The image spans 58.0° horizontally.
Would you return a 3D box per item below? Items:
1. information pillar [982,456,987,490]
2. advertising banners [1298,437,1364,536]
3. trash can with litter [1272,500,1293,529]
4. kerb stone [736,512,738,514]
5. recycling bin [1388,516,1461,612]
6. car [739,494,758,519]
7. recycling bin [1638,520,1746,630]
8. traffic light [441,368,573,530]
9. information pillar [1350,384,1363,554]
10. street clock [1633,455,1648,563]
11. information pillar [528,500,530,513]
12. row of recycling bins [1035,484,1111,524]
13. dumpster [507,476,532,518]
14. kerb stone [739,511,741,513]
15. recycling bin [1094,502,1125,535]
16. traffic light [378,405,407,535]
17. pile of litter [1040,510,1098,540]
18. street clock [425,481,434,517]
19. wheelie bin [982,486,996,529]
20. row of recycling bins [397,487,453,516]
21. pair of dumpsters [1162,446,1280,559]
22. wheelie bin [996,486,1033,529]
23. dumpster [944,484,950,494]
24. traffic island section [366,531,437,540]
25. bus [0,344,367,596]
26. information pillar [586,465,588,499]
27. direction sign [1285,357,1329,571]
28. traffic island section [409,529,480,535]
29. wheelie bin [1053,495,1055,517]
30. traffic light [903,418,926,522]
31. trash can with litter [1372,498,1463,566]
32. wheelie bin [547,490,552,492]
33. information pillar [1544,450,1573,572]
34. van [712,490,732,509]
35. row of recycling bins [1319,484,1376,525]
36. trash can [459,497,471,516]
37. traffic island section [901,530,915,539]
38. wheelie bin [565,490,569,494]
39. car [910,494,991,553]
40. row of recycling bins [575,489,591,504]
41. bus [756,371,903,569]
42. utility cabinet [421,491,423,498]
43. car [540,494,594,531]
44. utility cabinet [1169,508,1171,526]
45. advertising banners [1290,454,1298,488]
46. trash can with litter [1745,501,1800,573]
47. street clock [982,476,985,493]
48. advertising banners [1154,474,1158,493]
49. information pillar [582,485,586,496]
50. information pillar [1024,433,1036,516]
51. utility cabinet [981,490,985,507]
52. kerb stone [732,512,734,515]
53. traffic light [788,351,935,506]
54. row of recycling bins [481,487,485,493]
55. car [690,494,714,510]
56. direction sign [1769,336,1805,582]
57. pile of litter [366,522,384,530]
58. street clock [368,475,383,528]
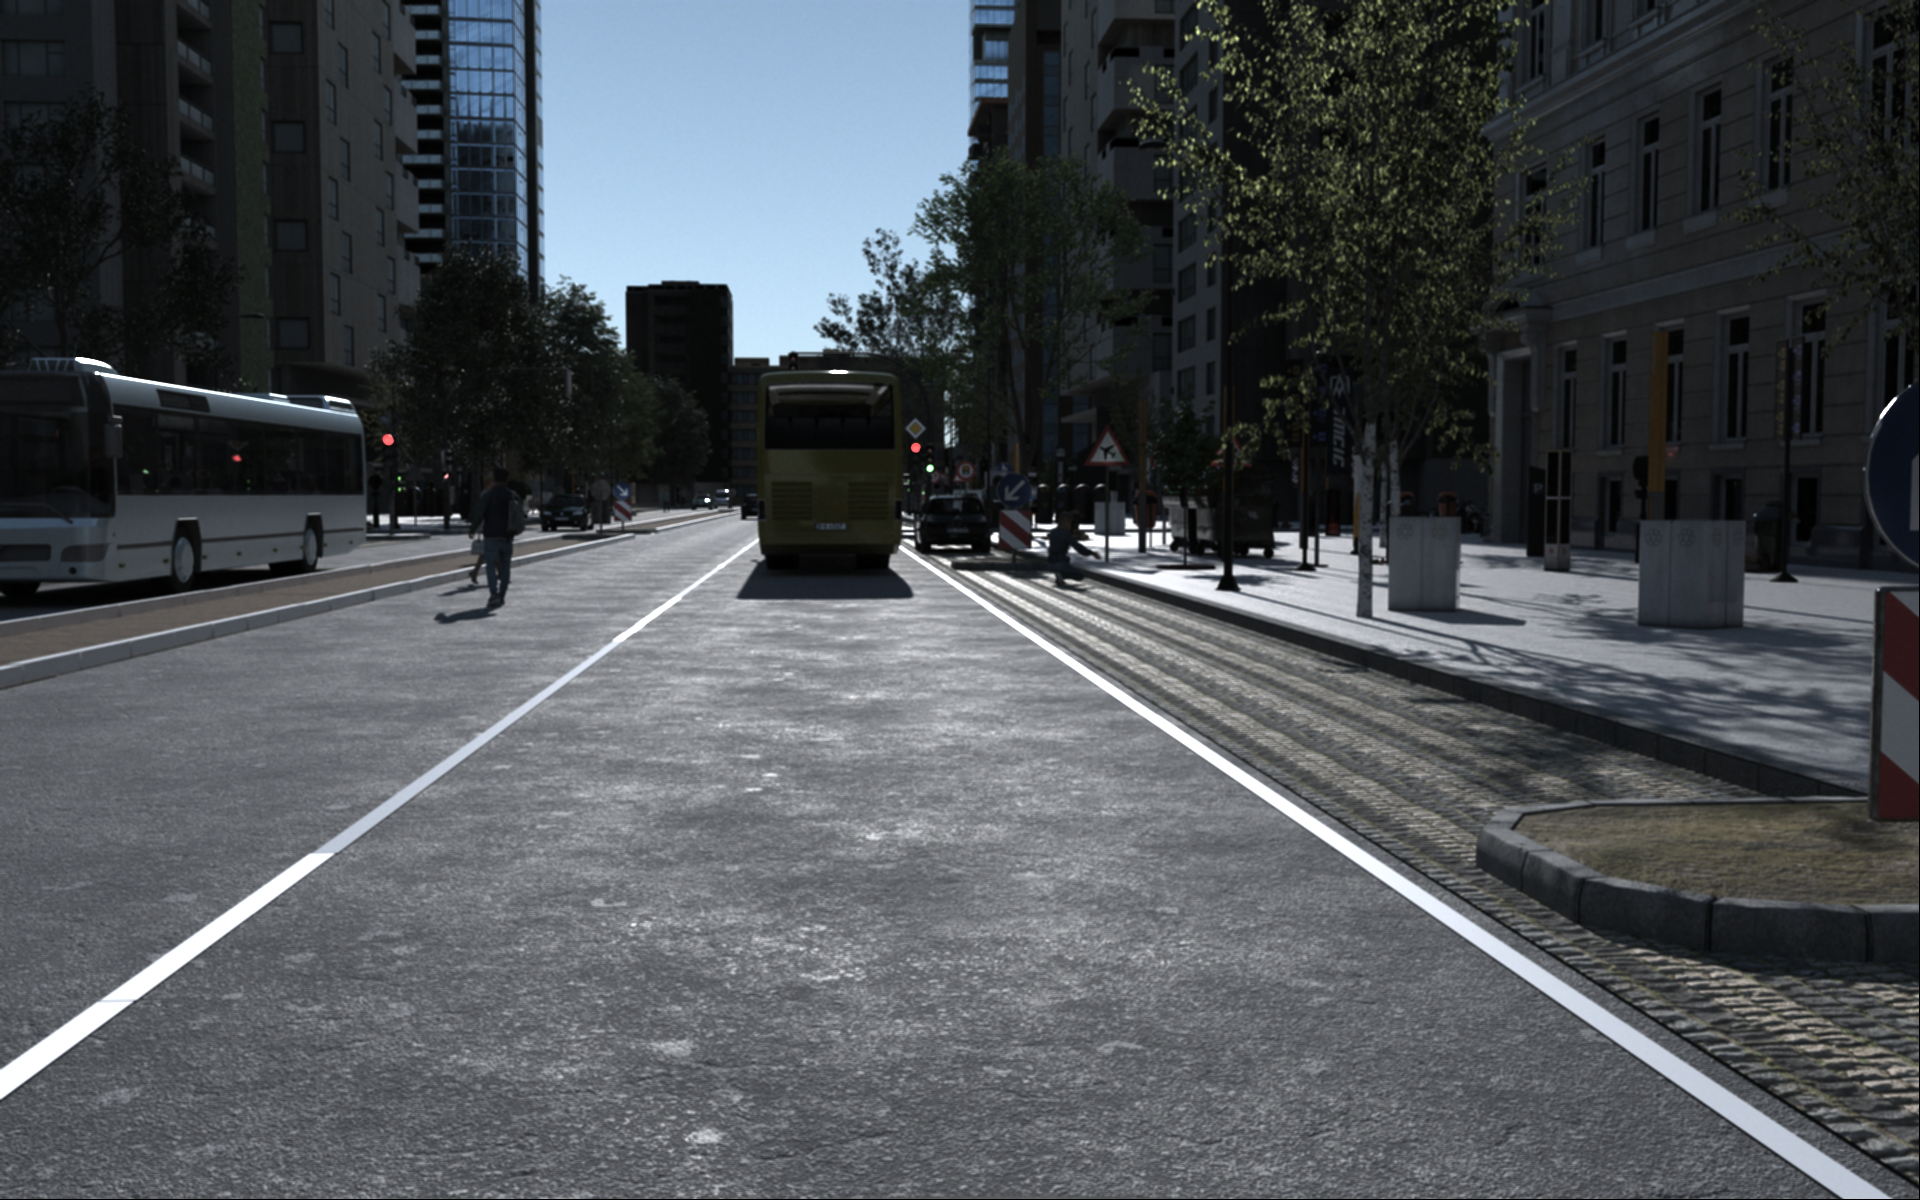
[{"bbox_3d":[1.524,-6.950,104.995,0.504,3.616,0.183,3,5,44],"label":"information pillar"},{"bbox_3d":[11.378,-3.469,52.901,2.074,3.025,0.090,-1,4,-15],"label":"advertising banners"},{"bbox_3d":[11.814,-3.246,64.465,1.055,1.170,0.624,-1,4,-16],"label":"trash can with litter"},{"bbox_3d":[-15.706,-6.007,120.414,0.120,0.150,1.000,0,4,-5],"label":"kerb stone"},{"bbox_3d":[5.160,-0.408,19.229,0.722,1.027,0.722,1,4,20],"label":"recycling bin"},{"bbox_3d":[-11.662,-5.475,99.295,2.009,1.686,4.222,0,4,-6],"label":"car"},{"bbox_3d":[7.096,-0.260,16.804,0.722,1.027,0.722,-3,4,-36],"label":"recycling bin"},{"bbox_3d":[-16.434,-5.380,62.639,4.771,5.953,1.251,0,4,-5],"label":"traffic light"},{"bbox_3d":[8.452,-2.779,36.792,0.183,3.616,0.504,0,4,3],"label":"information pillar"},{"bbox_3d":[12.664,-1.683,32.093,0.471,2.002,0.358,-3,5,-44],"label":"street clock"},{"bbox_3d":[-29.605,-6.961,118.307,0.304,2.012,0.304,-3,5,-42],"label":"information pillar"},{"bbox_3d":[4.883,-4.162,75.163,3.534,1.692,1.069,2,4,25],"label":"row of recycling bins"},{"bbox_3d":[-23.257,-5.382,90.491,1.502,2.255,1.985,0,4,-4],"label":"dumpster"},{"bbox_3d":[-16.040,-6.258,124.508,0.120,0.150,1.000,0,4,-5],"label":"kerb stone"},{"bbox_3d":[4.738,-2.581,54.752,0.722,1.027,0.722,-3,5,-41],"label":"recycling bin"},{"bbox_3d":[-17.876,-4.010,54.478,0.839,4.253,0.868,0,4,-5],"label":"traffic light"},{"bbox_3d":[3.080,-2.102,48.338,1.719,0.858,1.176,3,5,42],"label":"pile of litter"},{"bbox_3d":[-29.692,-5.670,97.269,0.358,2.002,0.471,-1,4,-23],"label":"street clock"},{"bbox_3d":[1.246,-3.464,64.550,0.980,1.594,0.693,-2,4,-29],"label":"wheelie bin"},{"bbox_3d":[-31.249,-5.713,100.528,3.534,1.692,1.069,-3,5,-40],"label":"row of recycling bins"},{"bbox_3d":[5.450,-2.073,36.393,1.574,2.255,4.437,0,4,-5],"label":"pair of dumpsters"},{"bbox_3d":[1.715,-2.770,53.195,0.980,1.594,0.693,-1,4,-9],"label":"wheelie bin"},{"bbox_3d":[-1.251,-6.351,106.336,1.502,2.255,1.985,0,4,-5],"label":"dumpster"},{"bbox_3d":[-17.917,-1.977,54.610,2.009,0.180,2.903,0,4,-5],"label":"traffic island section"},{"bbox_3d":[-12.387,-1.974,27.130,2.948,3.499,13.247,0,4,-4],"label":"bus"},{"bbox_3d":[-24.215,-7.401,112.365,0.183,3.616,0.504,-1,4,-9],"label":"information pillar"},{"bbox_3d":[5.777,-2.259,28.926,0.379,3.537,0.876,-3,5,-41],"label":"direction sign"},{"bbox_3d":[-18.553,-2.464,62.569,2.009,0.180,2.903,0,4,-5],"label":"traffic island section"},{"bbox_3d":[5.038,-5.539,98.471,0.693,1.594,0.980,0,4,7],"label":"wheelie bin"},{"bbox_3d":[-1.655,-4.580,63.796,0.839,4.253,0.868,0,4,-5],"label":"traffic light"},{"bbox_3d":[8.418,-1.261,31.682,2.233,1.210,1.678,-2,4,-24],"label":"trash can with litter"},{"bbox_3d":[-30.088,-7.313,127.471,0.980,1.594,0.693,1,4,16],"label":"wheelie bin"},{"bbox_3d":[9.945,-1.486,28.792,0.304,2.012,0.304,-2,4,-30],"label":"information pillar"},{"bbox_3d":[-23.585,-10.099,172.137,2.013,2.044,4.112,0,4,-5],"label":"van"},{"bbox_3d":[16.032,-3.978,72.154,1.069,1.692,3.534,-2,4,-25],"label":"row of recycling bins"},{"bbox_3d":[-28.076,-5.298,98.273,0.748,1.137,0.748,0,3,0],"label":"trash can"},{"bbox_3d":[-0.979,-2.059,55.953,2.009,0.180,2.903,0,4,-5],"label":"traffic island section"},{"bbox_3d":[-28.057,-7.015,122.605,0.980,1.594,0.693,-3,4,-39],"label":"wheelie bin"},{"bbox_3d":[-0.215,-2.061,43.483,2.009,1.686,4.222,0,4,-5],"label":"car"},{"bbox_3d":[-28.661,-7.619,131.676,1.069,1.692,3.534,-2,4,-29],"label":"row of recycling bins"},{"bbox_3d":[-2.796,-2.716,35.948,2.896,3.916,12.252,0,4,-5],"label":"bus"},{"bbox_3d":[-40.435,-7.420,129.994,1.173,1.500,0.318,1,4,9],"label":"utility cabinet"},{"bbox_3d":[-15.464,-3.578,68.293,2.009,1.686,4.222,0,4,-6],"label":"car"},{"bbox_3d":[8.417,-3.626,67.959,0.318,1.500,1.173,0,4,1],"label":"utility cabinet"},{"bbox_3d":[15.309,-4.842,75.357,2.074,3.025,0.090,2,4,29],"label":"advertising banners"},{"bbox_3d":[13.291,-1.046,28.482,1.055,1.170,0.624,-3,5,-41],"label":"trash can with litter"},{"bbox_3d":[1.097,-4.017,70.249,0.358,2.002,0.471,2,4,34],"label":"street clock"},{"bbox_3d":[10.048,-5.725,89.798,0.090,3.025,2.074,1,4,21],"label":"advertising banners"},{"bbox_3d":[-27.827,-7.585,128.514,0.304,2.012,0.304,3,5,42],"label":"information pillar"},{"bbox_3d":[2.670,-4.582,66.275,0.504,3.616,0.183,0,4,-6],"label":"information pillar"},{"bbox_3d":[1.199,-4.681,85.209,0.318,1.500,1.173,3,5,42],"label":"utility cabinet"},{"bbox_3d":[-15.300,-5.690,115.314,0.120,0.150,1.000,0,4,-5],"label":"kerb stone"},{"bbox_3d":[-3.098,-4.946,55.529,4.771,5.953,1.251,0,4,-5],"label":"traffic light"},{"bbox_3d":[-25.791,-5.488,96.847,1.069,1.692,3.534,1,4,19],"label":"row of recycling bins"},{"bbox_3d":[-23.469,-8.929,157.787,2.131,1.459,4.920,0,4,-5],"label":"car"},{"bbox_3d":[12.076,-2.036,25.286,0.379,3.537,0.876,0,4,2],"label":"direction sign"},{"bbox_3d":[-21.565,-2.944,62.093,1.719,0.858,1.176,-1,4,-10],"label":"pile of litter"},{"bbox_3d":[-21.978,-3.706,65.155,0.471,2.002,0.358,0,4,-3],"label":"street clock"}]
